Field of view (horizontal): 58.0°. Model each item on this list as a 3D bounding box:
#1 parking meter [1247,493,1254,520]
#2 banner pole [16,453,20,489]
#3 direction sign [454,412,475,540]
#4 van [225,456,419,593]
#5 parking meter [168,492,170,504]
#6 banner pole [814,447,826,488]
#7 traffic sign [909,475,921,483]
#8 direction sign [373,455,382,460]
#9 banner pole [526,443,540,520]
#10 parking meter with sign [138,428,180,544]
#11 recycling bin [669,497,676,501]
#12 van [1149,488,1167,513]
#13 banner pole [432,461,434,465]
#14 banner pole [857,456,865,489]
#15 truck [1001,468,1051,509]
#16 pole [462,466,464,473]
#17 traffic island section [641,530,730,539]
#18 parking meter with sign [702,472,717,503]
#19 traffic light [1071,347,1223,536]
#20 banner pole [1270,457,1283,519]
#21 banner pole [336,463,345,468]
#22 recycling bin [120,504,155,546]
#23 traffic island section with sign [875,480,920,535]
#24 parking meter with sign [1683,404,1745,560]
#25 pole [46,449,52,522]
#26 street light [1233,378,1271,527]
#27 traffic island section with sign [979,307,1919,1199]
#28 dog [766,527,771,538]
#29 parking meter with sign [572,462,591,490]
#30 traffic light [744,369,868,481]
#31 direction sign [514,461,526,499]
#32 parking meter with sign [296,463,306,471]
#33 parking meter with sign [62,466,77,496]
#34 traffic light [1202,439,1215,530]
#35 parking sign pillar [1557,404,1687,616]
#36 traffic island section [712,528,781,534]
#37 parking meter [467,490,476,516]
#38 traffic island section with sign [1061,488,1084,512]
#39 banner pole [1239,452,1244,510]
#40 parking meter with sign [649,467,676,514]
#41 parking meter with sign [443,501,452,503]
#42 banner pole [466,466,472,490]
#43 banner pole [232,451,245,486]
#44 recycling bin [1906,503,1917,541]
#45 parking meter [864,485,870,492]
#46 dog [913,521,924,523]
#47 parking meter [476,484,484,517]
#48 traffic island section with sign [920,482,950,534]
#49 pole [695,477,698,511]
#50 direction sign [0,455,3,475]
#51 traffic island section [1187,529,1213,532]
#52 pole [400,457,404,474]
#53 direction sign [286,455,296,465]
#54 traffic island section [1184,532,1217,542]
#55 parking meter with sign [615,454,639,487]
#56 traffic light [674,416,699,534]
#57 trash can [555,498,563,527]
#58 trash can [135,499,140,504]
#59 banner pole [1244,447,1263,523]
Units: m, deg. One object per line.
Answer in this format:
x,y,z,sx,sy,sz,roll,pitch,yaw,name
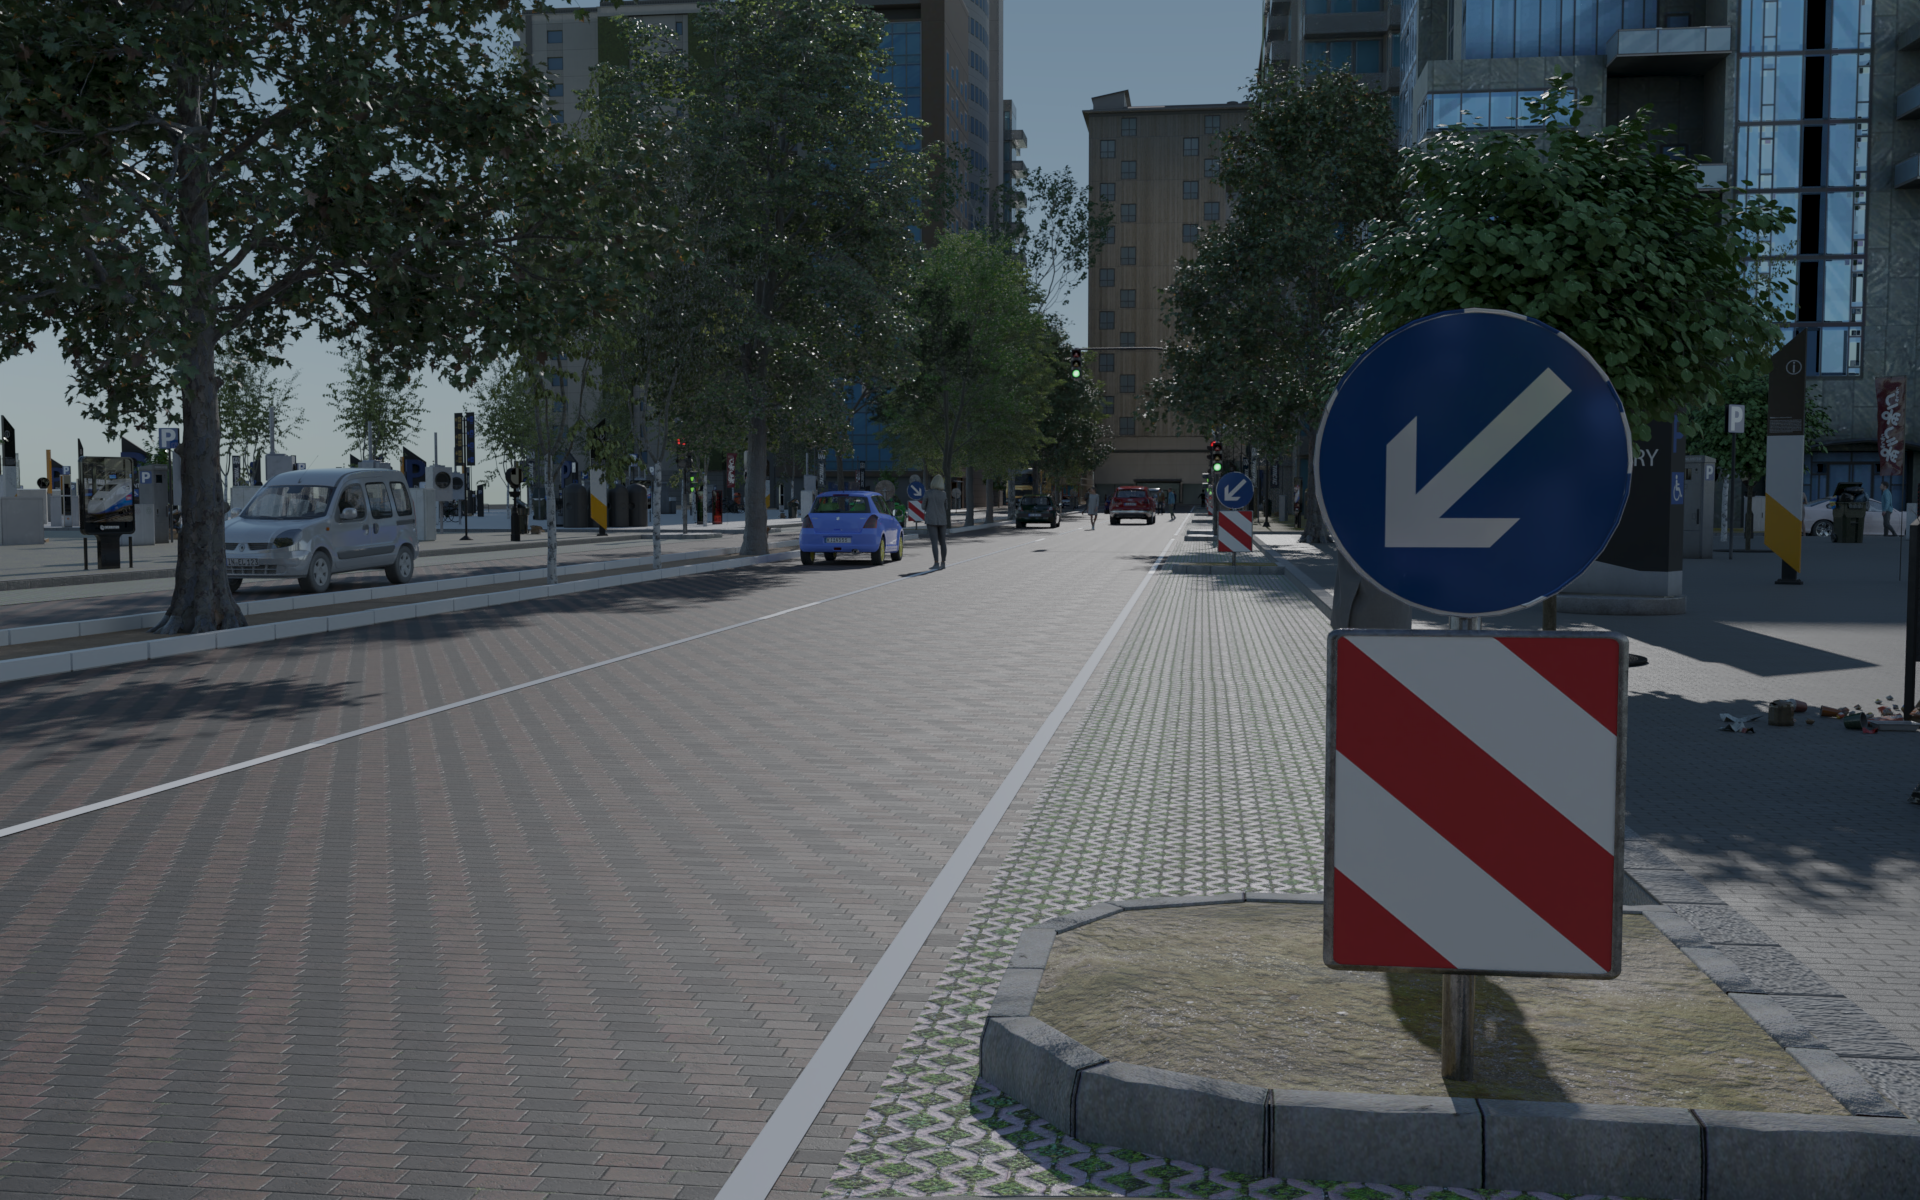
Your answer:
14.278,-4.857,85.123,0.255,1.863,0.399,0,4,-5,parking meter
-60.891,-7.443,111.714,0.863,3.779,0.401,2,4,23,banner pole
-13.742,-3.432,48.112,0.876,3.537,0.379,3,4,38,direction sign
-9.877,-1.192,26.495,2.013,2.044,4.112,1,4,9,van
-53.088,-6.746,116.007,0.399,1.863,0.255,3,5,42,parking meter
-6.900,-5.794,84.746,0.863,3.779,0.401,2,4,28,banner pole
-2.941,-6.881,112.616,0.768,2.556,0.104,1,4,15,traffic sign
-33.446,-6.573,99.472,0.379,3.537,0.876,2,4,32,direction sign
-20.768,-5.779,84.508,0.863,3.779,0.401,-2,4,-29,banner pole
-20.876,-2.967,44.769,0.543,3.016,1.738,0,4,7,parking meter with sign
-23.622,-7.865,141.151,0.722,1.027,0.722,2,4,31,recycling bin
14.623,-7.556,130.557,2.013,2.044,4.112,0,4,6,van
-39.162,-8.534,129.545,0.401,3.779,0.863,3,5,39,banner pole
-6.570,-7.615,114.521,0.863,3.779,0.401,-3,5,-43,banner pole
5.257,-8.391,133.111,3.469,3.379,9.791,1,4,9,truck
-32.337,-7.277,112.822,0.158,3.312,0.155,0,3,0,pole
-8.884,-2.054,55.870,2.009,0.180,2.903,0,4,8,traffic island section
-19.645,-8.609,137.017,1.738,3.016,0.543,2,4,27,parking meter with sign
5.821,-4.825,53.558,4.771,5.953,1.251,0,4,8,traffic light
16.523,-6.117,90.038,0.863,3.779,0.401,1,4,14,banner pole
-50.238,-9.214,140.659,0.863,3.779,0.401,-1,4,-22,banner pole
-20.619,-1.873,43.175,0.722,1.027,0.722,1,4,21,recycling bin
-2.507,-2.880,55.217,2.006,1.907,1.989,0,4,8,traffic island section with sign
14.639,-2.341,34.544,0.543,3.016,1.738,-2,4,-35,parking meter with sign
-41.640,-5.221,79.207,0.158,3.312,0.155,0,3,0,pole
11.438,-5.811,67.556,1.470,5.913,1.316,0,4,8,street light
1.094,0.253,4.493,1.989,1.847,2.006,0,4,8,traffic island section with sign
-5.584,-1.797,48.664,0.540,0.507,0.406,-1,4,-9,dog
-20.577,-6.108,96.125,1.738,3.016,0.543,-2,4,-31,parking meter with sign
-5.655,-5.426,63.383,4.771,5.953,1.251,0,4,8,traffic light
-29.954,-7.708,118.021,0.876,3.537,0.379,0,4,5,direction sign
-37.485,-6.185,97.386,1.738,3.016,0.543,3,4,37,parking meter with sign
-55.014,-6.831,107.944,0.543,3.016,1.738,1,4,15,parking meter with sign
9.012,-4.428,61.317,0.839,4.253,0.868,0,4,8,traffic light
7.180,-1.859,18.868,1.447,3.967,1.447,3,5,43,parking sign pillar
-7.777,-2.538,63.778,2.009,0.180,2.903,0,4,8,traffic island section
-32.095,-6.468,114.155,0.372,1.533,0.369,0,3,0,parking meter
8.939,-7.880,136.968,2.006,1.907,1.989,0,4,8,traffic island section with sign
16.868,-6.904,102.905,0.863,3.779,0.401,0,4,4,banner pole
-18.893,-6.973,110.262,0.543,3.016,1.738,3,5,44,parking meter with sign
-35.553,-7.453,118.122,1.738,3.016,0.543,-1,4,-22,parking meter with sign
-39.802,-9.210,140.597,0.401,3.779,0.863,1,4,20,banner pole
-40.938,-6.632,98.448,0.863,3.779,0.401,-3,4,-36,banner pole
26.582,-2.146,47.641,0.722,1.027,0.722,-1,4,-16,recycling bin
-6.193,-6.703,115.297,0.399,1.863,0.255,-2,4,-27,parking meter
-2.072,-4.072,86.771,0.550,0.427,0.748,0,4,1,dog
-27.042,-5.620,97.594,0.399,1.863,0.255,-1,4,-14,parking meter
-1.470,-3.328,62.551,2.006,1.907,1.989,0,4,8,traffic island section with sign
-20.249,-8.528,133.274,0.158,3.312,0.155,0,3,0,pole
-55.586,-6.646,100.660,0.876,3.537,0.379,-1,4,-17,direction sign
9.050,-2.394,61.426,2.009,0.180,2.903,0,4,8,traffic island section
-30.311,-6.134,94.140,0.158,3.312,0.155,0,3,0,pole
-38.876,-6.636,100.497,0.379,3.537,0.876,2,4,35,direction sign
7.943,-1.911,53.518,2.009,0.180,2.903,0,4,8,traffic island section
-14.615,-4.787,74.526,0.543,3.016,1.738,2,4,33,parking meter with sign
-8.846,-4.086,55.729,0.839,4.253,0.868,0,4,8,traffic light
-15.664,-3.419,67.557,0.748,1.137,0.748,0,3,0,trash can
-22.665,-2.200,47.630,0.748,1.137,0.748,0,3,0,trash can
13.289,-5.368,77.776,0.401,3.779,0.863,-2,4,-24,banner pole
